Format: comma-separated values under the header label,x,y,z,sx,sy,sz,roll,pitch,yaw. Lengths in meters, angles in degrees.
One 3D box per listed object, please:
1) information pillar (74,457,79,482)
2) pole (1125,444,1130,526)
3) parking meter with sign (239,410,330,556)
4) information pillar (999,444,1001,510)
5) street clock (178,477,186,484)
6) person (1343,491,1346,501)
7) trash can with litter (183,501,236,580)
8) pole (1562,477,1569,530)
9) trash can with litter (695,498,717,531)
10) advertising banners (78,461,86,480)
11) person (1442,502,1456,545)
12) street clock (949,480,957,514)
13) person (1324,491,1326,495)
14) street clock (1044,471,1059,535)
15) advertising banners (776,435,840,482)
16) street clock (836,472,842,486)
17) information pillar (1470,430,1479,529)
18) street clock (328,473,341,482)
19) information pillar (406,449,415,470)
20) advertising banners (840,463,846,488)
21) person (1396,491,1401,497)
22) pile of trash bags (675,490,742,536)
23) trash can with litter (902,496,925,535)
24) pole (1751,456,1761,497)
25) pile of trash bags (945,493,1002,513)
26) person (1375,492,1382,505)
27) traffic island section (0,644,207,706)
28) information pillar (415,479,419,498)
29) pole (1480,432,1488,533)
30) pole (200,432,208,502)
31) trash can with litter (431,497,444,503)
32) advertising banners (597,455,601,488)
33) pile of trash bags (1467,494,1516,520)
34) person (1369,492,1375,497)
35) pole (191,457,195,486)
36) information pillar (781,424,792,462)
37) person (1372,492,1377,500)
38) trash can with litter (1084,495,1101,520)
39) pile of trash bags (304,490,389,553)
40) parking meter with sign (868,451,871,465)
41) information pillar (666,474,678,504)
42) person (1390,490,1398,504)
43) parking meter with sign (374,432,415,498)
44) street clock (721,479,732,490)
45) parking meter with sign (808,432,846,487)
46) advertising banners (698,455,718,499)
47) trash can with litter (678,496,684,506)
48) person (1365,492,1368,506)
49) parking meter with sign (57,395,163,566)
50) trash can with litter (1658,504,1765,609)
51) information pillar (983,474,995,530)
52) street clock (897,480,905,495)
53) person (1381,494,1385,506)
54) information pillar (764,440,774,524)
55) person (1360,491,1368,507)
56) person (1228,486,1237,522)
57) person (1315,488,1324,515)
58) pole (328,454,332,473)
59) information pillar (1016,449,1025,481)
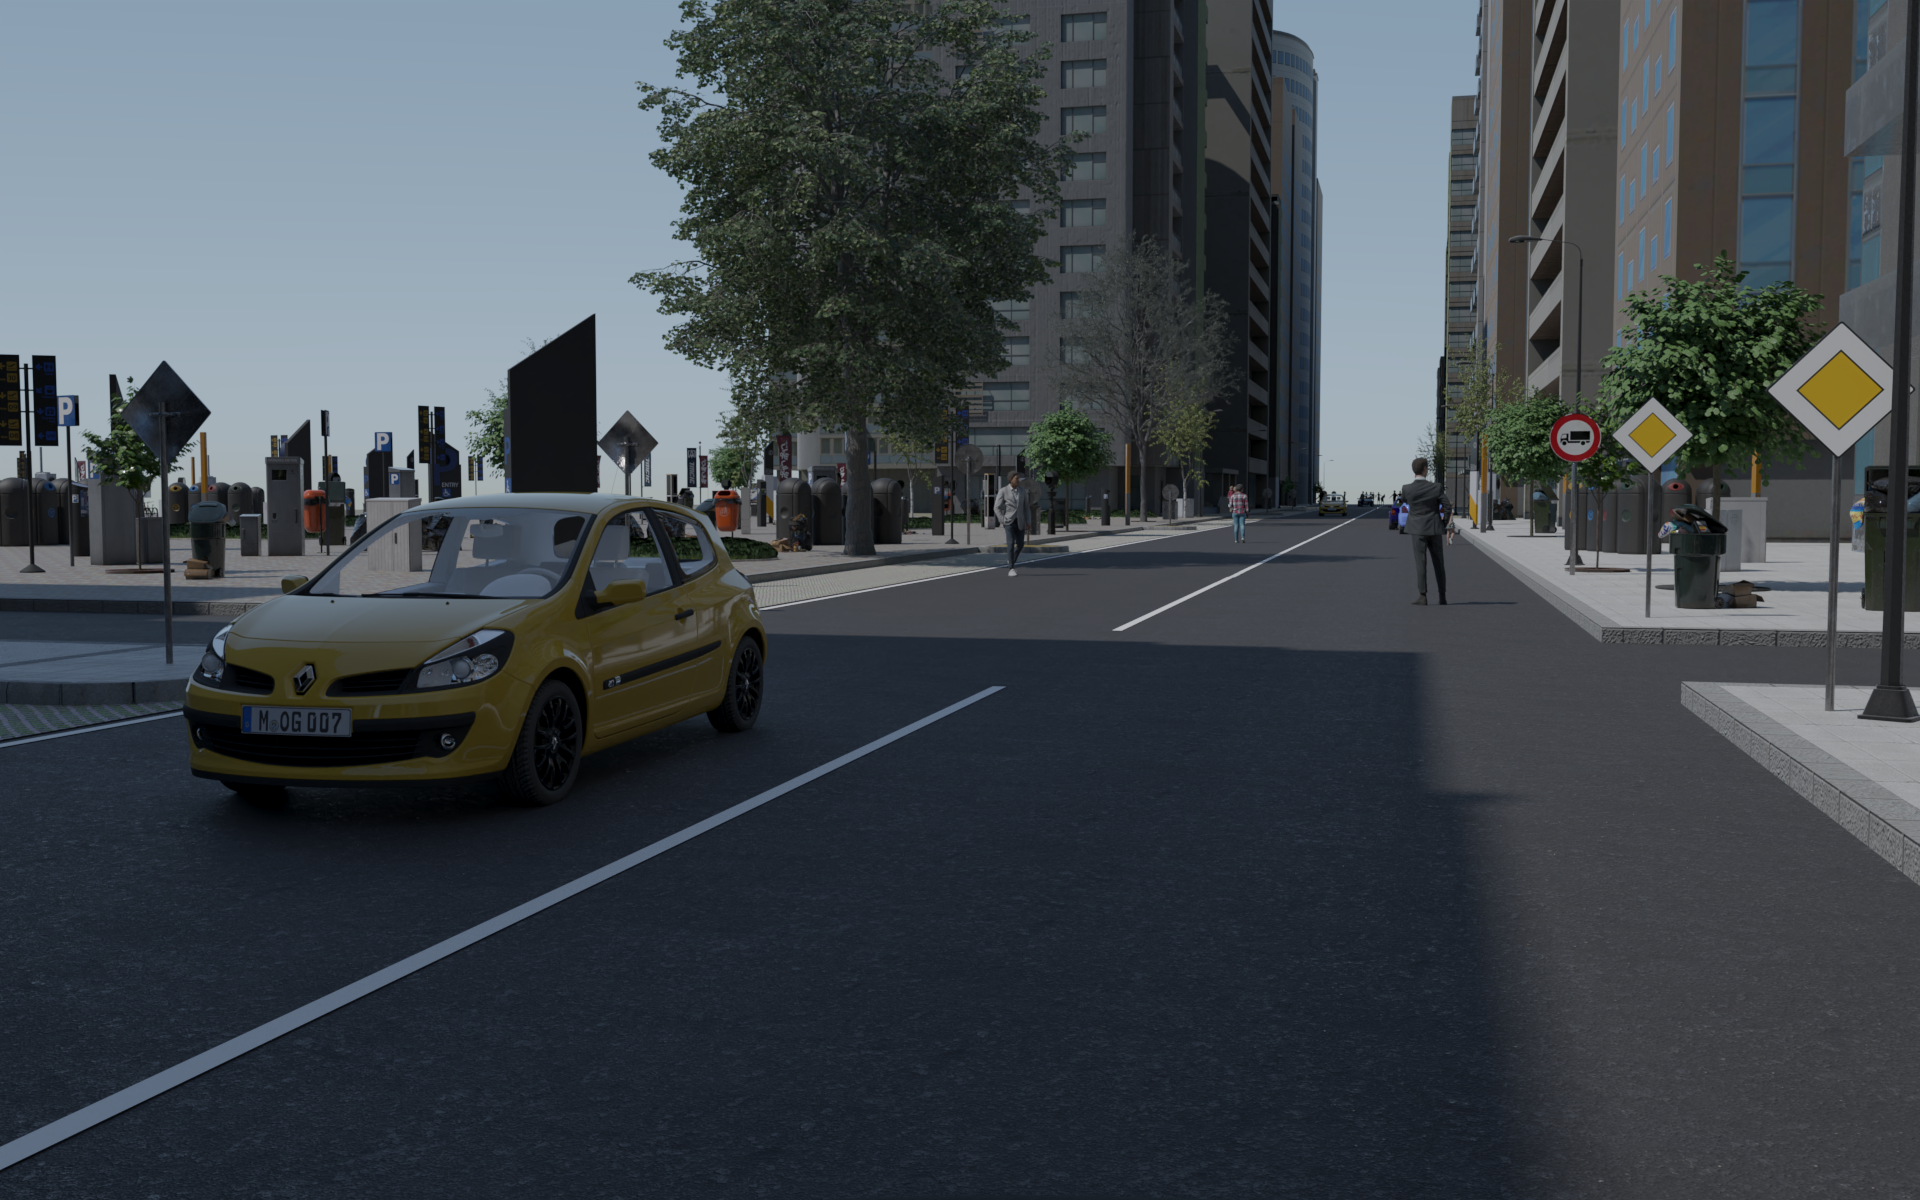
label,x,y,z,sx,sy,sz,roll,pitch,yaw
information pillar,-55.869,-7.232,109.590,0.504,3.616,0.183,3,5,45
pole,6.832,-4.686,70.466,0.158,3.312,0.155,0,3,0
parking meter with sign,-13.968,-2.419,35.818,1.738,3.016,0.543,-1,4,-11
information pillar,1.876,-5.514,81.513,0.183,3.616,0.504,0,4,5
street clock,-33.468,-4.278,74.520,0.358,2.002,0.471,-1,4,-10
person,41.106,-10.779,185.517,0.721,1.735,1.217,0,4,7
trash can with litter,-11.434,-0.914,26.335,0.624,1.170,1.055,-1,4,-12
pole,21.908,-4.205,62.591,0.158,3.312,0.155,0,3,0
trash can with litter,-6.469,-1.961,43.443,0.624,1.170,1.055,2,4,35
advertising banners,-45.170,-5.760,90.368,2.074,3.025,0.090,1,4,19
person,13.739,-2.160,48.825,0.382,1.210,0.505,-3,4,-37
street clock,-0.395,-5.261,90.594,0.471,2.002,0.358,-2,4,-31
person,39.474,-10.907,187.376,0.434,1.755,0.990,2,4,31
street clock,2.889,-3.061,54.620,0.358,2.002,0.471,-2,4,-33
advertising banners,-4.584,-3.394,51.673,2.074,3.025,0.090,-2,4,-35
street clock,-4.121,-3.237,57.499,0.358,2.002,0.471,1,4,19
information pillar,18.854,-4.411,63.468,0.183,3.616,0.504,-1,4,-12
street clock,-21.074,-3.286,58.299,0.358,2.002,0.471,2,4,24
information pillar,-28.612,-6.051,90.284,0.183,3.616,0.504,2,4,29
advertising banners,-5.931,-6.215,97.796,2.074,3.025,0.090,0,4,8
person,50.871,-11.725,200.140,1.348,1.831,0.705,0,4,-4
pile of trash bags,-6.488,-1.774,38.765,3.447,1.369,1.912,1,4,16
trash can with litter,-1.955,-2.691,55.059,1.678,1.210,2.233,1,4,13
pole,19.569,-2.980,42.561,0.158,3.312,0.155,0,3,0
pile of trash bags,0.513,-4.548,84.105,3.447,1.369,1.912,2,4,30
person,57.294,-13.918,236.845,1.217,1.735,0.721,3,4,36
traffic island section,-6.012,0.560,13.129,2.009,0.180,2.903,1,4,14
information pillar,-26.716,-4.925,85.022,0.304,2.012,0.304,-1,4,-17
pole,17.307,-3.874,57.189,0.158,3.312,0.155,0,3,0
pole,-24.864,-3.863,56.995,0.158,3.312,0.155,0,3,0
trash can with litter,-18.523,-3.111,62.257,0.624,1.170,1.055,2,4,24
advertising banners,-16.538,-4.944,77.030,0.090,3.025,2.074,2,4,24
pile of trash bags,26.094,-4.657,85.899,1.912,1.369,3.447,-1,4,-9
person,51.674,-12.739,217.504,1.217,1.743,0.721,-2,4,-24
pole,-41.888,-6.165,94.644,0.158,3.312,0.155,0,3,0
information pillar,-5.720,-4.016,57.017,0.183,3.616,0.504,2,4,33
person,58.301,-14.383,244.180,0.721,1.766,1.217,-3,5,-41
trash can with litter,6.716,-4.718,88.196,1.678,1.210,2.233,1,4,16
pile of trash bags,-13.042,-1.773,38.745,1.912,1.369,3.447,3,5,45
parking meter with sign,-4.243,-4.606,71.577,0.543,3.016,1.738,-1,4,-23
information pillar,-10.525,-3.598,63.326,0.304,2.012,0.304,3,5,42
person,49.220,-11.507,196.275,0.705,1.869,1.348,-3,4,-37
parking meter with sign,-15.872,-3.248,49.366,0.543,3.016,1.738,1,4,19
street clock,-11.287,-4.841,83.713,0.471,2.002,0.358,-2,4,-35
parking meter with sign,-3.786,-3.118,47.247,1.738,3.016,0.543,-1,4,-22
advertising banners,-11.017,-5.037,78.548,0.090,3.025,2.074,3,5,44
trash can with litter,-13.170,-4.224,80.121,2.233,1.210,1.678,3,4,37
person,50.537,-12.605,215.307,1.217,1.735,0.721,2,4,27
parking meter with sign,-15.321,-2.144,31.323,0.543,3.016,1.738,2,4,30
trash can with litter,8.487,-0.499,19.541,1.055,1.170,0.624,-1,4,-17
information pillar,1.084,-3.556,62.631,0.304,2.012,0.304,-1,4,-22
street clock,-3.056,-5.108,88.091,0.471,2.002,0.358,0,4,-8
person,51.600,-12.200,211.161,0.799,1.438,0.628,3,5,45
information pillar,-8.254,-5.106,74.839,0.504,3.616,0.183,-3,5,-43
person,44.816,-11.197,192.104,0.750,1.759,0.617,-1,4,-15
person,13.715,-4.792,86.827,0.580,1.828,0.573,2,4,28
person,24.474,-6.669,117.548,0.705,1.822,1.348,3,5,41
pole,-32.414,-5.832,89.202,0.158,3.312,0.155,0,3,0
information pillar,3.124,-5.962,88.834,0.504,3.616,0.183,-1,4,-13
